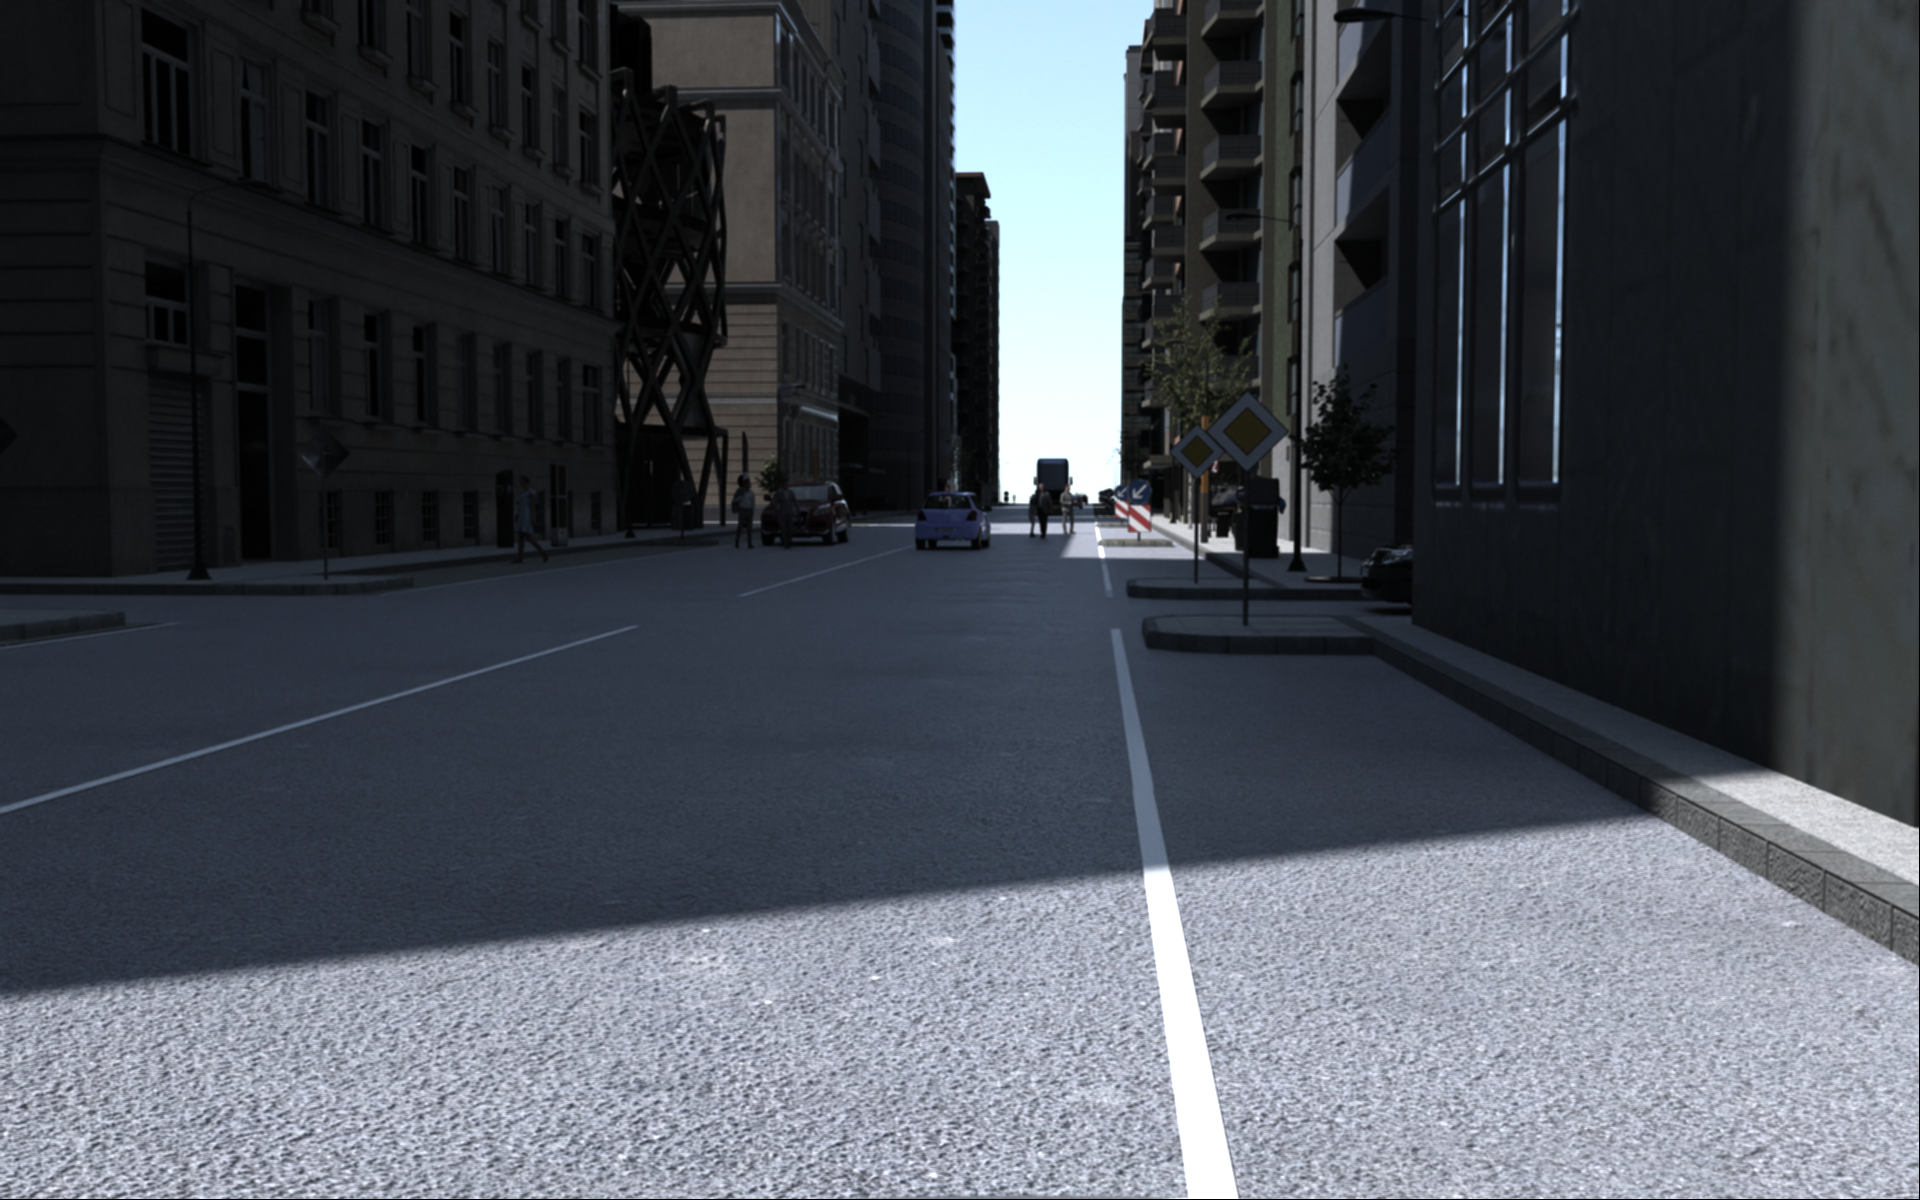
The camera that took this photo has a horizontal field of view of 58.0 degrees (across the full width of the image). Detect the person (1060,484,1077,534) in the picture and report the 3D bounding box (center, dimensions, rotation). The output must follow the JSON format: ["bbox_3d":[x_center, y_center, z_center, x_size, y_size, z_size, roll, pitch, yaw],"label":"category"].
[{"bbox_3d":[3.945,-3.294,62.554,0.583,1.804,0.606,3,5,42],"label":"person"}]

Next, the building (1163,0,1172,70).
[{"bbox_3d":[20.183,-28.178,110.823,14.600,45.320,14.200,0,4,4],"label":"building"}]

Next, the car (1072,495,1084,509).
[{"bbox_3d":[11.008,-9.556,168.609,2.083,1.381,4.827,0,4,5],"label":"car"}]

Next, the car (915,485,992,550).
[{"bbox_3d":[-0.156,-2.220,45.896,1.945,1.707,3.694,0,4,6],"label":"car"}]

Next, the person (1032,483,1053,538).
[{"bbox_3d":[2.676,-2.916,56.568,0.661,1.777,0.834,1,4,12],"label":"person"}]

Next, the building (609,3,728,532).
[{"bbox_3d":[-17.519,-12.083,65.007,16.820,18.784,16.811,0,4,4],"label":"building"}]

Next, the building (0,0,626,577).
[{"bbox_3d":[-19.204,-12.683,40.646,16.112,22.955,30.059,0,4,4],"label":"building"}]

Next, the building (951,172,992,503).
[{"bbox_3d":[-7.297,-35.219,230.457,22.147,44.769,28.867,0,4,4],"label":"building"}]

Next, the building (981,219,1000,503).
[{"bbox_3d":[-1.626,-34.769,252.059,14.154,41.232,14.086,0,4,4],"label":"building"}]

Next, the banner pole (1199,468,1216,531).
[{"bbox_3d":[8.610,-4.289,60.143,0.863,3.779,0.401,0,4,-5],"label":"banner pole"}]

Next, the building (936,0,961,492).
[{"bbox_3d":[-10.604,-54.221,199.182,22.319,86.520,31.000,0,4,4],"label":"building"}]

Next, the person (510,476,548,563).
[{"bbox_3d":[-8.938,-1.663,35.784,0.778,1.811,0.616,-2,4,-29],"label":"person"}]

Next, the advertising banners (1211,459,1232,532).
[{"bbox_3d":[9.052,-3.832,58.838,0.090,3.025,2.074,-1,4,-23],"label":"advertising banners"}]

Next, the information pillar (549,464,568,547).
[{"bbox_3d":[-9.772,-2.306,42.191,0.304,2.012,0.304,3,5,43],"label":"information pillar"}]

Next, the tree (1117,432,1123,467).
[{"bbox_3d":[18.408,-14.243,183.230,4.737,8.622,4.395,0,3,0],"label":"tree"}]

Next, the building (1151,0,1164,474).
[{"bbox_3d":[28.447,-33.125,130.840,28.713,52.752,27.495,0,4,4],"label":"building"}]

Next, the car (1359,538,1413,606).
[{"bbox_3d":[7.005,-0.683,20.959,4.222,1.686,2.009,0,4,4],"label":"car"}]

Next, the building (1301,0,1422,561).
[{"bbox_3d":[21.788,-29.941,31.539,28.212,58.520,21.231,0,4,4],"label":"building"}]

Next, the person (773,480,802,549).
[{"bbox_3d":[-4.532,-2.249,45.384,0.709,1.813,0.853,-2,4,-27],"label":"person"}]

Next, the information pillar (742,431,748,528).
[{"bbox_3d":[-8.056,-4.506,65.022,0.183,3.616,0.504,1,4,8],"label":"information pillar"}]

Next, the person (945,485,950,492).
[{"bbox_3d":[-0.451,-3.385,64.186,0.721,1.781,0.623,3,5,42],"label":"person"}]

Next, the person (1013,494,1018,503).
[{"bbox_3d":[7.814,-14.531,249.307,0.991,1.433,0.599,-1,4,-10],"label":"person"}]

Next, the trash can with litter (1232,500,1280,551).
[{"bbox_3d":[6.632,-1.675,38.768,1.055,1.170,0.624,2,4,27],"label":"trash can with litter"}]

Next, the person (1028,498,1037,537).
[{"bbox_3d":[2.441,-2.759,57.883,0.394,1.301,0.425,-3,5,-40],"label":"person"}]

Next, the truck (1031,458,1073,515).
[{"bbox_3d":[6.575,-8.240,124.475,2.967,4.110,18.799,0,4,4],"label":"truck"}]

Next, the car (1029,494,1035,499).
[{"bbox_3d":[9.636,-12.631,215.561,2.155,1.783,4.494,0,4,4],"label":"car"}]

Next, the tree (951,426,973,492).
[{"bbox_3d":[-0.443,-13.915,177.865,4.360,8.622,3.978,0,3,0],"label":"tree"}]

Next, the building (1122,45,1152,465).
[{"bbox_3d":[32.141,-42.014,228.931,21.231,58.520,28.212,0,4,4],"label":"building"}]

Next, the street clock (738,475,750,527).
[{"bbox_3d":[-8.204,-3.740,65.726,0.471,2.002,0.358,3,5,43],"label":"street clock"}]

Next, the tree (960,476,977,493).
[{"bbox_3d":[0.986,-12.009,190.953,1.663,3.219,1.824,0,3,0],"label":"tree"}]

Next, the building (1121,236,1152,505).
[{"bbox_3d":[25.321,-25.858,194.473,14.160,30.474,14.107,0,4,4],"label":"building"}]

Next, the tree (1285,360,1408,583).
[{"bbox_3d":[5.544,-1.869,25.152,1.663,3.219,1.824,0,3,0],"label":"tree"}]

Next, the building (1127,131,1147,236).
[{"bbox_3d":[27.160,-34.151,208.483,14.600,45.320,14.200,0,4,4],"label":"building"}]

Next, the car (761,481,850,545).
[{"bbox_3d":[-4.421,-2.530,50.036,2.281,1.827,5.304,0,4,3],"label":"car"}]

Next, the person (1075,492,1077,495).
[{"bbox_3d":[16.631,-14.468,245.855,0.445,1.727,0.742,3,5,42],"label":"person"}]

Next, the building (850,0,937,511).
[{"bbox_3d":[-13.662,-36.810,143.842,21.231,58.520,28.212,0,4,4],"label":"building"}]

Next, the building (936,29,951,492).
[{"bbox_3d":[-8.335,-31.525,165.542,14.600,45.320,14.200,0,4,4],"label":"building"}]

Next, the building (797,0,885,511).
[{"bbox_3d":[-19.947,-32.191,115.560,28.713,52.752,27.495,0,4,4],"label":"building"}]

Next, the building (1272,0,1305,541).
[{"bbox_3d":[16.472,-17.171,52.450,14.160,30.474,14.107,0,4,4],"label":"building"}]

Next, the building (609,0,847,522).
[{"bbox_3d":[-13.776,-18.537,88.989,13.634,28.700,20.117,0,4,4],"label":"building"}]

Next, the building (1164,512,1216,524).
[{"bbox_3d":[19.925,-26.095,81.270,22.147,44.769,28.867,0,4,4],"label":"building"}]

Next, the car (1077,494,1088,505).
[{"bbox_3d":[16.719,-14.066,239.021,2.155,1.783,4.494,0,4,2],"label":"car"}]

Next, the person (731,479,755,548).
[{"bbox_3d":[-5.749,-2.288,46.005,0.679,1.850,0.850,-2,4,-33],"label":"person"}]

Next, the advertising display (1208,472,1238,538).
[{"bbox_3d":[7.746,-2.806,51.091,0.974,1.923,0.123,-2,4,-24],"label":"advertising display"}]
